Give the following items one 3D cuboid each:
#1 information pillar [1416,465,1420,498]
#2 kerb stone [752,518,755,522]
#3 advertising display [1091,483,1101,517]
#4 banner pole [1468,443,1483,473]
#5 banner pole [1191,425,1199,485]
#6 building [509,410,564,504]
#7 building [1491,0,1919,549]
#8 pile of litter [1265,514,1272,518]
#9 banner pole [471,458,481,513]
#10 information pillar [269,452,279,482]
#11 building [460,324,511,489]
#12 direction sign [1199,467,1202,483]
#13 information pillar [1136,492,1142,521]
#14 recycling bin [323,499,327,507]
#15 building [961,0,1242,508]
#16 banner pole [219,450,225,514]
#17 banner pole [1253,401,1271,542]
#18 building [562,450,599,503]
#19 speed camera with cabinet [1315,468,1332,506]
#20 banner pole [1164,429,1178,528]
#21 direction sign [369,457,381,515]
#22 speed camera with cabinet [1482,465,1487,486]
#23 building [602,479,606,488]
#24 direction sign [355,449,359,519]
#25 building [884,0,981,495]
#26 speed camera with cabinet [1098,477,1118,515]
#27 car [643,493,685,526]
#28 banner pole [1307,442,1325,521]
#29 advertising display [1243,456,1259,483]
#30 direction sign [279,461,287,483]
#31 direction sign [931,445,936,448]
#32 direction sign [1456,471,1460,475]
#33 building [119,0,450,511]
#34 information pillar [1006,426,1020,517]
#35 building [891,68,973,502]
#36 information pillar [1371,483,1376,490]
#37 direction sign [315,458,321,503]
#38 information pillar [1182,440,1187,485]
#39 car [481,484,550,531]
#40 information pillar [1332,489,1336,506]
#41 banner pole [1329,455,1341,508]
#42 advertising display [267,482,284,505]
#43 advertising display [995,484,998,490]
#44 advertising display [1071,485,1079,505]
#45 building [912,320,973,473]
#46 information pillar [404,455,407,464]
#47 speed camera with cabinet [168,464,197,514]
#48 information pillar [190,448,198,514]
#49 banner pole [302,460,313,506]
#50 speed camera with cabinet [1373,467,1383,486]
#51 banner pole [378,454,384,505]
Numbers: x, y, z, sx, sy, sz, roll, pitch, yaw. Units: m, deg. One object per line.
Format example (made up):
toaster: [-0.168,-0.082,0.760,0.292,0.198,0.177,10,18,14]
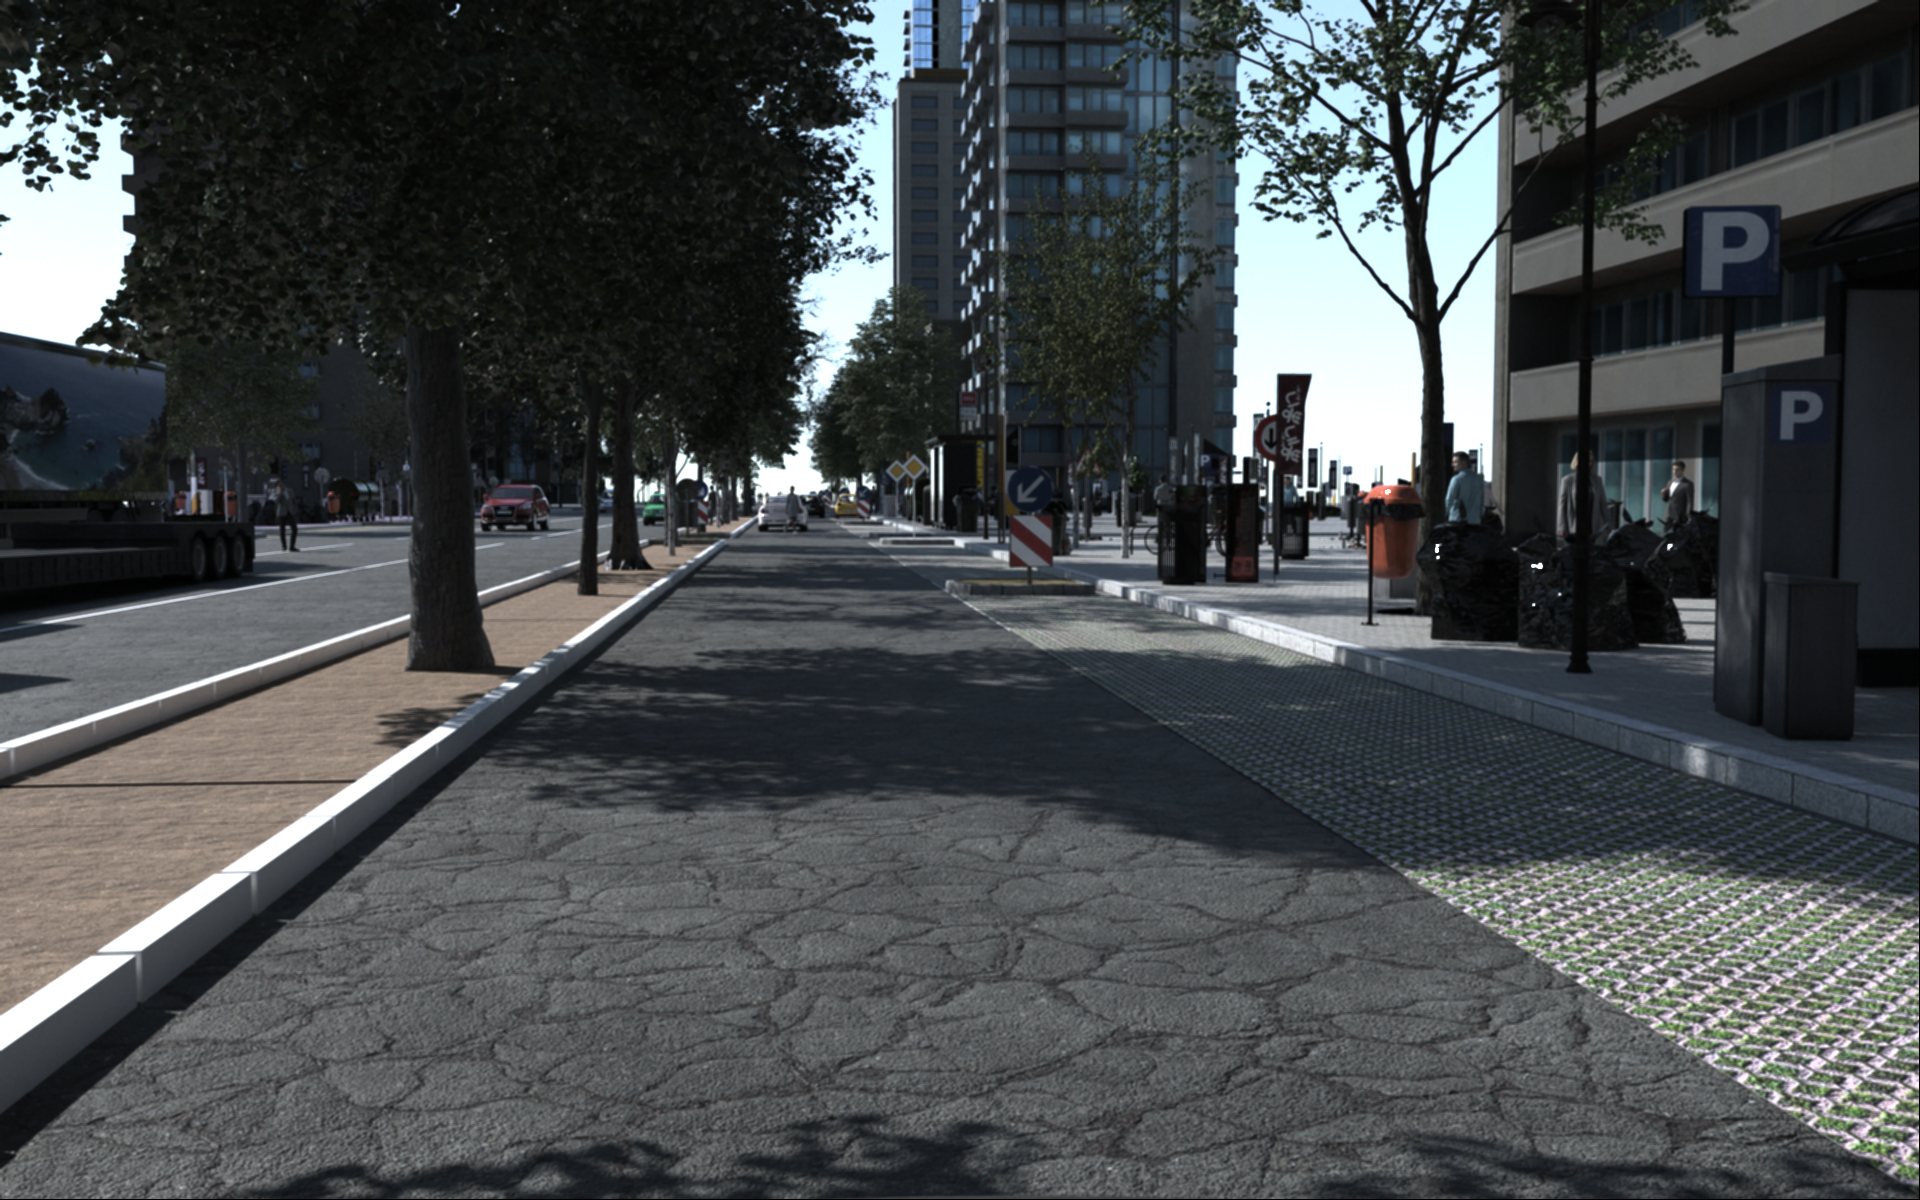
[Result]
information pillar: [35.647,-8.788,135.036,0.504,3.616,0.183,2,4,34]
kerb stone: [-10.091,-3.739,83.453,0.120,0.150,1.000,0,4,-6]
advertising display: [7.713,-5.686,98.182,0.123,1.923,0.974,2,4,34]
banner pole: [25.448,-5.833,85.390,0.863,3.779,0.401,2,4,34]
banner pole: [8.516,-4.455,62.849,0.401,3.779,0.863,2,4,30]
building: [-60.330,-35.355,228.160,14.600,45.320,14.200,0,4,-6]
building: [24.548,-24.932,31.336,21.300,48.544,21.600,0,4,-6]
pile of litter: [16.881,-4.804,92.509,1.176,0.858,1.719,-1,4,-15]
banner pole: [-33.611,-7.976,120.427,0.863,3.779,0.401,1,4,17]
information pillar: [-36.968,-6.242,93.405,0.504,3.616,0.183,0,4,-6]
building: [-54.411,-24.811,177.362,14.160,30.474,14.107,0,4,-6]
direction sign: [17.287,-8.014,123.024,0.876,3.537,0.379,-1,4,-18]
information pillar: [8.470,-4.761,82.341,0.304,2.012,0.304,-1,4,-13]
recycling bin: [-35.863,-5.255,98.465,0.722,1.027,0.722,-1,4,-12]
building: [11.965,-32.870,157.035,23.786,49.044,30.456,0,4,-6]
banner pole: [-41.552,-6.577,97.544,0.401,3.779,0.863,0,4,-5]
banner pole: [8.210,-3.491,47.092,0.401,3.779,0.863,-2,4,-30]
building: [-67.623,-24.767,249.977,27.650,21.520,28.899,0,4,-6]
speed camera with cabinet: [27.940,-8.488,133.113,0.660,3.252,2.038,-1,4,-11]
banner pole: [8.058,-4.671,66.381,0.863,3.779,0.401,-3,4,-38]
direction sign: [-35.411,-6.912,105.014,0.379,3.537,0.876,2,4,31]
speed camera with cabinet: [36.101,-7.551,117.787,2.038,3.252,0.660,-1,4,-9]
building: [-67.199,-51.075,273.330,20.563,71.187,20.611,0,4,-6]
direction sign: [-30.759,-5.888,88.271,0.379,3.537,0.876,-2,4,-24]
building: [-1.099,-58.943,276.390,22.319,86.520,31.000,0,4,-6]
speed camera with cabinet: [9.386,-6.867,106.613,2.038,3.252,0.660,0,4,-2]
car: [-13.620,-4.364,80.146,1.959,1.807,4.718,0,4,-4]
banner pole: [17.099,-5.697,83.165,0.863,3.779,0.401,0,4,7]
advertising display: [5.041,-1.520,30.070,0.123,1.923,0.974,1,4,19]
direction sign: [-46.524,-7.760,118.868,0.876,3.537,0.379,1,4,22]
direction sign: [-0.936,-5.216,77.272,0.876,3.537,0.379,-2,4,-34]
direction sign: [29.953,-6.843,103.874,0.379,3.537,0.876,3,5,41]
building: [-53.326,-31.476,138.330,21.300,48.544,21.600,0,4,-6]
information pillar: [1.835,-4.184,59.768,0.504,3.616,0.183,1,4,18]
building: [0.869,-43.136,247.265,21.231,58.520,28.212,0,4,-6]
information pillar: [26.803,-6.588,112.201,0.304,2.012,0.304,1,4,16]
direction sign: [-40.711,-7.211,109.901,0.379,3.537,0.876,0,4,3]
information pillar: [9.761,-5.130,75.233,0.183,3.616,0.504,1,4,20]
car: [-17.474,-3.641,68.205,2.281,1.827,5.304,0,4,-5]
information pillar: [28.363,-8.560,131.318,0.183,3.616,0.504,0,4,-7]
banner pole: [24.366,-7.480,112.311,0.863,3.779,0.401,0,4,6]
advertising display: [-36.606,-5.350,92.690,0.974,1.923,0.123,1,4,11]
advertising display: [2.676,-6.798,116.360,0.123,1.923,0.974,2,4,35]
advertising display: [7.318,-6.442,110.538,0.123,1.923,0.974,-1,4,-20]
building: [9.507,-20.939,187.399,27.650,21.520,28.899,0,4,-6]
information pillar: [-33.211,-6.880,103.843,0.183,3.616,0.504,0,4,-8]
speed camera with cabinet: [-51.471,-7.332,114.222,2.038,3.252,0.660,-2,4,-30]
information pillar: [-37.214,-5.674,84.123,0.504,3.616,0.183,3,5,40]
banner pole: [-48.259,-8.457,128.291,0.863,3.779,0.401,-2,4,-29]
speed camera with cabinet: [30.960,-8.117,127.049,0.660,3.252,2.038,-1,4,-12]
banner pole: [-36.195,-7.238,108.357,0.401,3.779,0.863,1,4,9]
